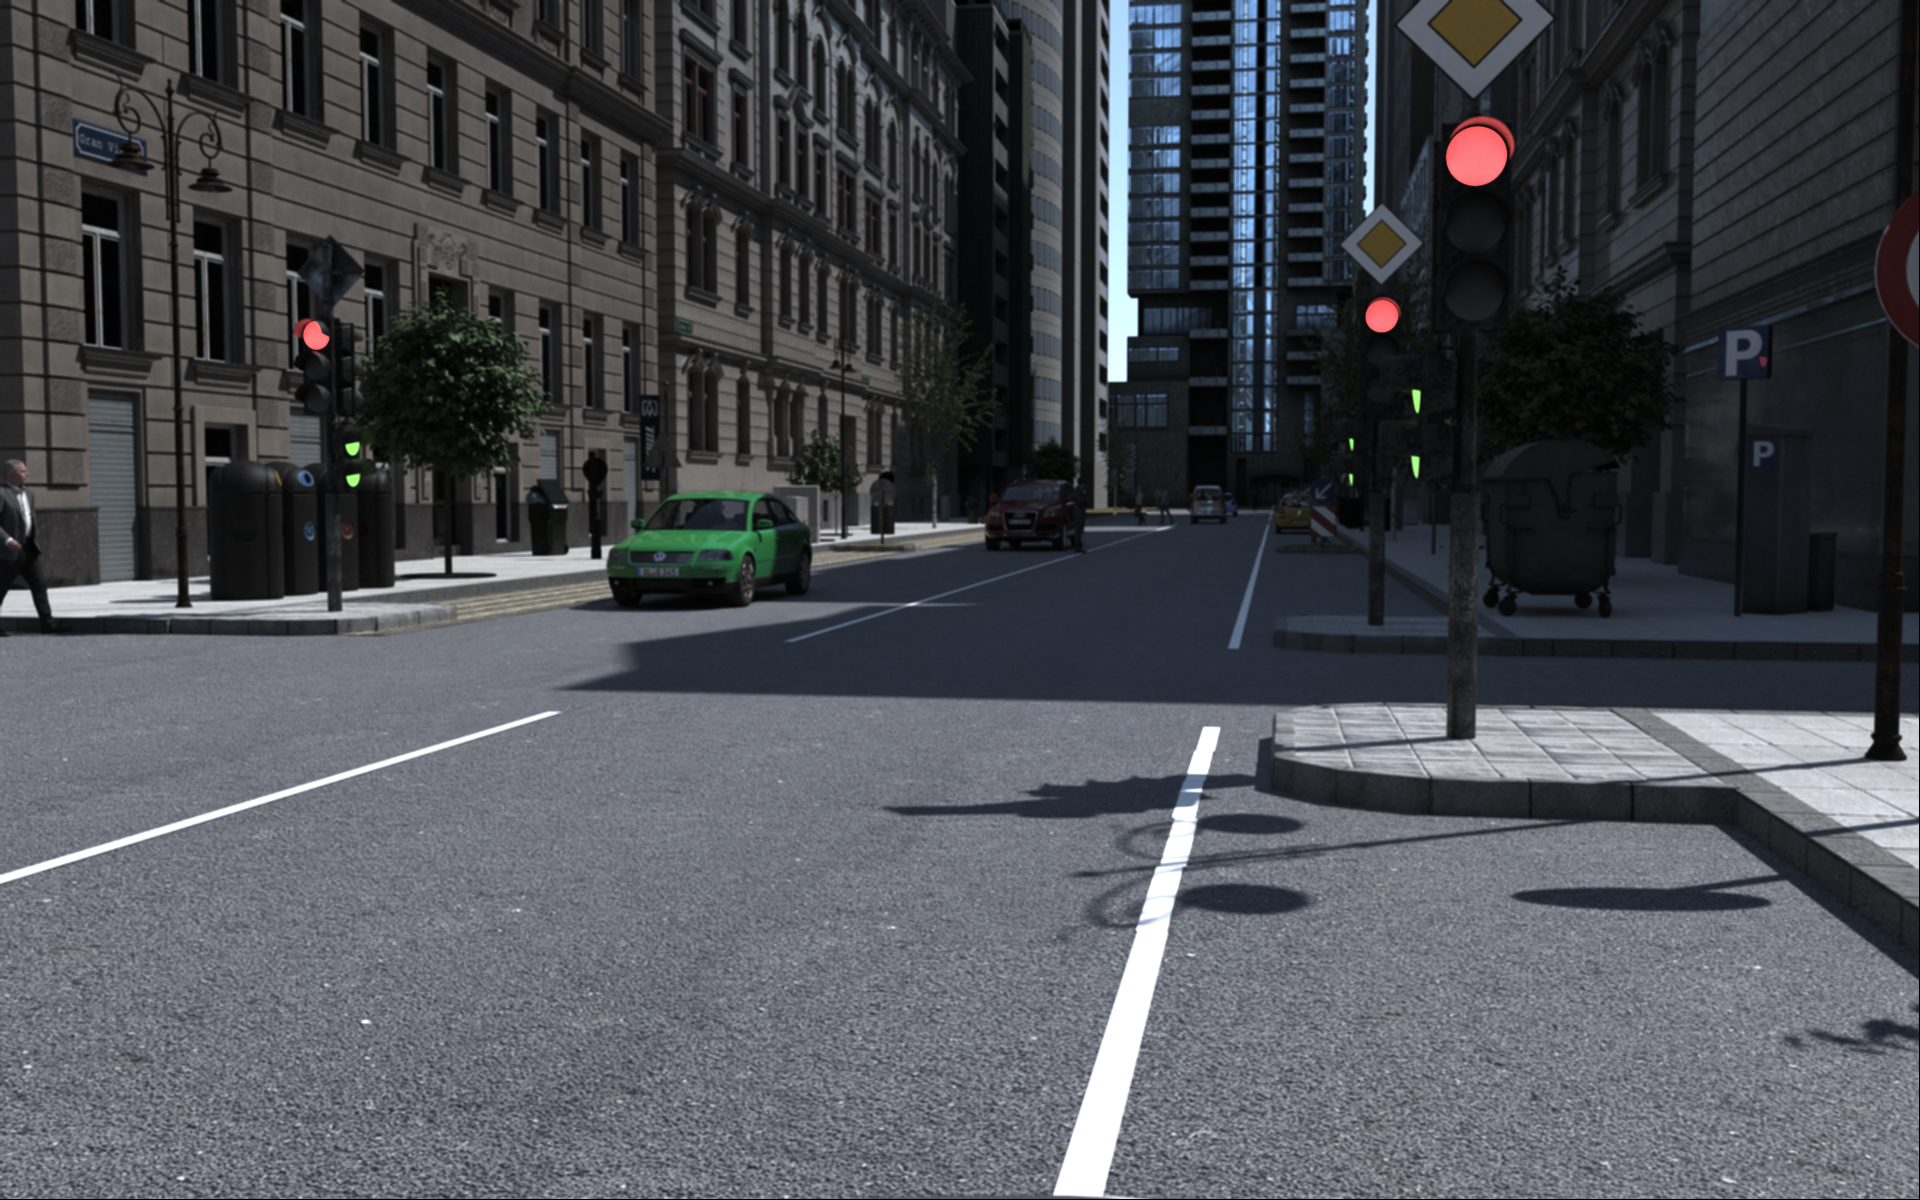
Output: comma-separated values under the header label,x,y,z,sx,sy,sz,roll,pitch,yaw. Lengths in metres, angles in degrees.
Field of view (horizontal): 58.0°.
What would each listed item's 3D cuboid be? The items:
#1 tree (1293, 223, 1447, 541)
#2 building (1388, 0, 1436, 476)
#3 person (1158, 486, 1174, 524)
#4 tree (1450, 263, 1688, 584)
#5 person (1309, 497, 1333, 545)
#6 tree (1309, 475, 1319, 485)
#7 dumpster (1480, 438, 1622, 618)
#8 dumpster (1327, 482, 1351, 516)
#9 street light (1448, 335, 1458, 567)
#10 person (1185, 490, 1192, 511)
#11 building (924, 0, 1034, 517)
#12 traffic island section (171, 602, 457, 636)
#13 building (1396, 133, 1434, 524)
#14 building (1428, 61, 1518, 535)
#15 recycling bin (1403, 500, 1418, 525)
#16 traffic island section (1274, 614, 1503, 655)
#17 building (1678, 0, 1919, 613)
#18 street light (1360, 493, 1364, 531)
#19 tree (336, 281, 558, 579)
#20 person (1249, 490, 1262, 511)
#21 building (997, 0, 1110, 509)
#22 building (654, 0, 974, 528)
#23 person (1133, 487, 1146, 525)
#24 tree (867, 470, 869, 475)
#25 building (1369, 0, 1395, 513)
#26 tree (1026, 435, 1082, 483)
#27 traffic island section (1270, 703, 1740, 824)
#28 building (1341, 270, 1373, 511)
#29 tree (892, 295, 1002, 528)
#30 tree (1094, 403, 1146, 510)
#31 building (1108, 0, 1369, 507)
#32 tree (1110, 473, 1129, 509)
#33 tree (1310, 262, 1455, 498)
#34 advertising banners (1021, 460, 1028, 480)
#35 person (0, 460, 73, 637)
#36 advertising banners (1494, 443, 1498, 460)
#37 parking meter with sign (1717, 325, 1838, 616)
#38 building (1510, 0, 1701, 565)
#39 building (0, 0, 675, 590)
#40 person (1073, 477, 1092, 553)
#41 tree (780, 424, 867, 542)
label,x,y,z,sx,sy,sz,roll,pitch,yaw
tree,11.707,-5.927,47.270,4.737,8.622,4.395,0,3,0
building,31.524,-27.260,95.810,14.600,45.320,14.200,1,4,10
person,9.864,-4.566,83.009,0.748,1.841,0.638,3,4,36
tree,8.562,-2.517,24.860,4.285,4.588,4.351,0,3,0
person,10.209,-2.464,48.772,0.713,1.824,0.794,2,4,26
tree,32.247,-10.015,158.354,1.663,3.219,1.824,0,3,0
dumpster,6.374,-0.793,18.724,1.264,1.857,1.865,1,4,10
dumpster,18.480,-4.832,84.757,1.264,1.857,1.865,1,4,10
street light,8.679,-3.517,30.286,0.468,5.910,1.993,1,4,10
person,19.308,-8.327,145.373,0.721,1.735,1.217,-3,5,-42
building,-3.599,-20.184,101.717,14.160,30.474,14.107,1,4,10
traffic island section,-6.862,0.202,18.978,2.009,0.180,2.903,1,4,10
building,26.396,-13.828,80.847,10.420,20.320,16.860,1,4,10
building,24.014,-14.924,62.026,12.078,24.808,19.932,1,4,10
recycling bin,18.357,-3.577,71.045,0.722,1.027,0.722,0,4,0
traffic island section,4.097,0.325,16.975,2.009,0.180,2.903,1,4,10
building,19.526,-10.519,21.138,18.267,20.994,9.793,1,4,10
street light,13.922,-5.322,59.800,0.468,5.910,1.993,1,4,10
tree,-7.855,-2.631,26.735,4.285,4.588,4.351,0,3,0
person,25.354,-8.569,148.745,1.348,1.807,0.705,-1,4,-20
building,-0.907,-37.606,156.861,28.212,58.520,21.231,1,4,10
building,-8.119,-18.095,83.249,14.401,28.519,23.554,1,4,10
person,8.384,-4.383,80.648,0.515,1.767,0.782,0,4,-6
tree,-3.848,-3.600,53.469,1.663,3.219,1.824,0,3,0
building,38.551,-35.094,115.786,21.231,58.520,28.212,1,4,10
tree,5.003,-6.833,95.439,4.285,4.588,4.351,0,3,0
traffic island section,2.659,0.805,9.120,2.009,0.180,2.903,1,4,10
building,46.768,-18.368,145.363,27.650,21.520,28.899,1,4,10
tree,-0.759,-7.020,65.133,4.737,8.622,4.395,0,3,0
tree,12.664,-11.574,139.596,4.360,8.622,3.978,0,3,0
building,30.247,-53.416,186.028,31.000,86.520,22.319,1,4,10
tree,13.549,-9.195,144.938,1.663,3.219,1.824,0,3,0
tree,13.281,-6.387,54.788,4.360,8.622,3.978,0,3,0
advertising banners,3.896,-5.717,89.659,2.074,3.025,0.090,-3,5,-40
person,-9.425,-0.521,17.422,0.834,1.777,0.661,0,4,2
advertising banners,11.914,-2.565,38.124,0.090,3.025,2.074,1,4,9
parking meter with sign,8.820,-1.366,18.600,1.738,3.016,0.543,-3,4,-38
building,20.872,-15.470,40.320,14.401,28.519,23.554,1,4,10
building,-15.793,-14.555,35.241,12.463,27.353,25.104,1,4,10
person,2.964,-2.060,41.983,0.447,1.846,0.655,1,4,9
tree,-3.830,-3.210,47.088,1.663,3.219,1.824,0,3,0
